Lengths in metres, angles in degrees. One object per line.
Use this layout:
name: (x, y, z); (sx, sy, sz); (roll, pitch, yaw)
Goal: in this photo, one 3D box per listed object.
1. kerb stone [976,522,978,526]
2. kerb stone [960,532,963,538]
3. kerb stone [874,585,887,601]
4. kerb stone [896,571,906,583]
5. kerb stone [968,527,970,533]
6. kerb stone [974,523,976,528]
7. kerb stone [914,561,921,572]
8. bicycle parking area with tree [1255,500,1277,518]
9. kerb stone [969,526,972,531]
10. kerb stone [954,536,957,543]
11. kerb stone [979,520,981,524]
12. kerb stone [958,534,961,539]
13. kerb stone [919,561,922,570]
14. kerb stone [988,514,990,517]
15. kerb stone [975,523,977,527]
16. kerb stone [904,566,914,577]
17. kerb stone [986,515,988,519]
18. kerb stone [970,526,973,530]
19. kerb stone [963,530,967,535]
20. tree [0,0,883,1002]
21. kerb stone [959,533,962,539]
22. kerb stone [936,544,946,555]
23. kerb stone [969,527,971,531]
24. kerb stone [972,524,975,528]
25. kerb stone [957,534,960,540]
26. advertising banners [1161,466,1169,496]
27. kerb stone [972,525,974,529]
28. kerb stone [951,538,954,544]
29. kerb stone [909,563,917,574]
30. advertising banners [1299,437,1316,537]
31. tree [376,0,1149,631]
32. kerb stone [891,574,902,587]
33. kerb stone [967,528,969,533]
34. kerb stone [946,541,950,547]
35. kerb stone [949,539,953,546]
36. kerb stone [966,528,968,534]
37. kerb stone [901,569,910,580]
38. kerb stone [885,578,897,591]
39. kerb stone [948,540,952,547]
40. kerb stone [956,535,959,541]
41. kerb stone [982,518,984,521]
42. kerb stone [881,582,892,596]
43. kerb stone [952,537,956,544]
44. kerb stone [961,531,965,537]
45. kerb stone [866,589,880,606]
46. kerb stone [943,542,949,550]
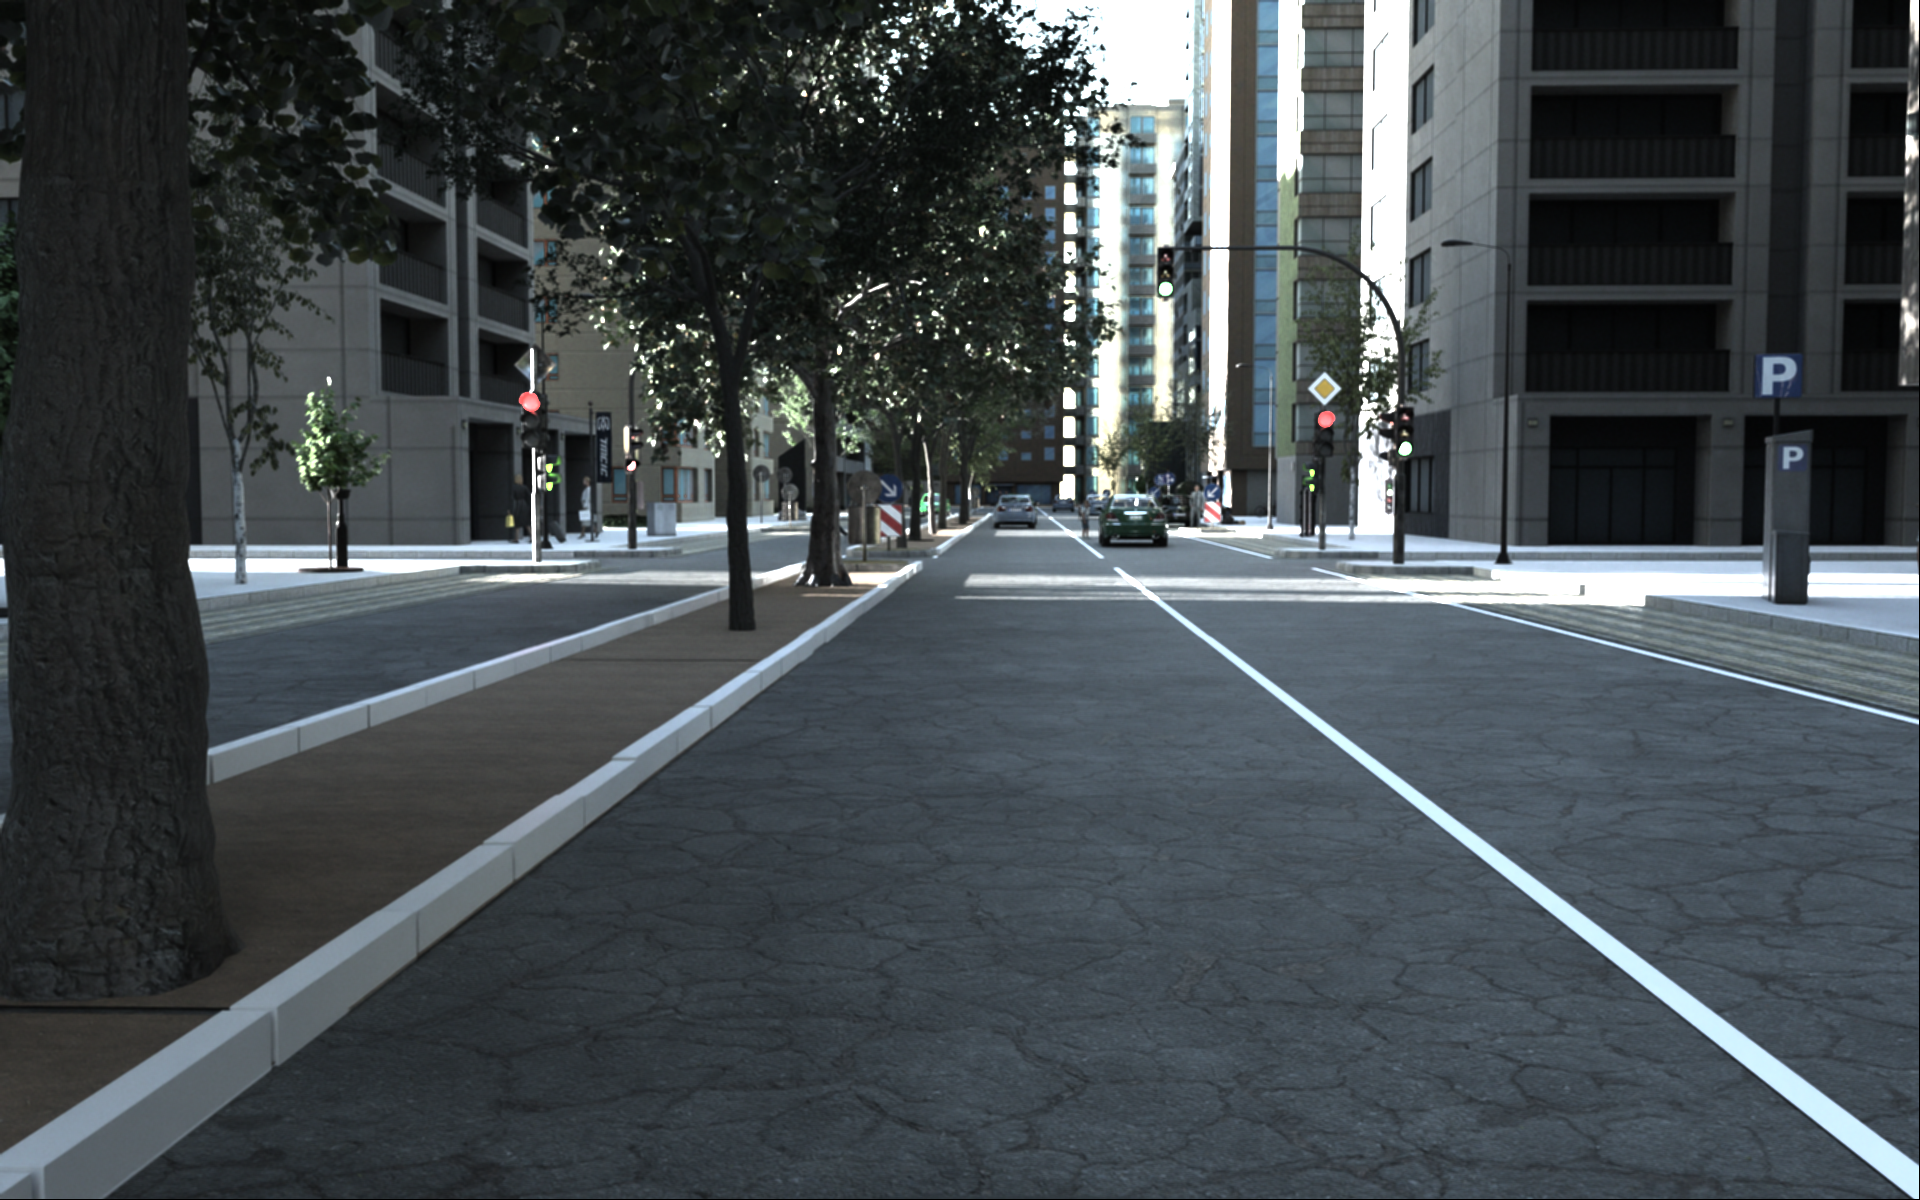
kerb stone: (0.573, -3.106, 73.044); (0.120, 0.150, 1.000); (0, 4, 2)
kerb stone: (-0.051, -1.980, 54.594); (0.120, 0.150, 1.000); (0, 4, 2)
kerb stone: (-1.120, -0.066, 23.273); (0.120, 0.150, 1.000); (0, 4, 2)
kerb stone: (-0.986, -0.316, 27.366); (0.120, 0.150, 1.000); (0, 4, 2)
kerb stone: (0.195, -2.421, 61.784); (0.120, 0.150, 1.000); (0, 4, 2)
kerb stone: (0.479, -2.922, 69.971); (0.120, 0.150, 1.000); (0, 4, 2)
kerb stone: (-0.843, -0.563, 31.467); (0.120, 0.150, 1.000); (0, 4, 2)
bicycle parking area with tree: (20.771, -6.449, 92.451); (9.016, 4.147, 8.231); (0, 4, -3)
kerb stone: (0.269, -2.547, 63.834); (0.120, 0.150, 1.000); (0, 4, 2)
kerb stone: (-0.226, -1.668, 49.465); (0.120, 0.150, 1.000); (0, 4, 2)
kerb stone: (0.756, -3.424, 78.172); (0.120, 0.150, 1.000); (0, 4, 2)
kerb stone: (-0.115, -1.848, 52.540); (0.120, 0.150, 1.000); (0, 4, 2)
kerb stone: (-0.798, -0.630, 32.497); (0.120, 0.150, 1.000); (0, 4, 2)
kerb stone: (1.495, -4.740, 99.698); (0.120, 0.150, 1.000); (0, 4, 2)
kerb stone: (0.507, -2.980, 70.993); (0.120, 0.150, 1.000); (0, 4, 2)
kerb stone: (-0.915, -0.439, 29.416); (0.120, 0.150, 1.000); (0, 4, 2)
kerb stone: (1.363, -4.490, 95.602); (0.120, 0.150, 1.000); (0, 4, 2)
kerb stone: (0.307, -2.609, 64.859); (0.120, 0.150, 1.000); (0, 4, 2)
kerb stone: (0.058, -2.169, 57.677); (0.120, 0.150, 1.000); (0, 4, 2)
tree: (-2.572, -5.857, 4.874); (9.857, 13.997, 8.962); (0, 3, 0)
kerb stone: (-0.086, -1.913, 53.563); (0.120, 0.150, 1.000); (0, 4, 2)
kerb stone: (-0.476, -1.228, 42.286); (0.120, 0.150, 1.000); (0, 4, 2)
kerb stone: (0.231, -2.484, 62.806); (0.120, 0.150, 1.000); (0, 4, 2)
kerb stone: (0.401, -2.797, 67.925); (0.120, 0.150, 1.000); (0, 4, 2)
kerb stone: (-0.153, -1.793, 51.510); (0.120, 0.150, 1.000); (0, 4, 2)
advertising banners: (12.907, -6.896, 108.933); (0.090, 3.025, 2.074); (1, 4, 20)
kerb stone: (0.372, -2.734, 66.904); (0.120, 0.150, 1.000); (0, 4, 2)
kerb stone: (-0.299, -1.542, 47.408); (0.120, 0.150, 1.000); (0, 4, 2)
kerb stone: (-0.891, -0.504, 30.437); (0.120, 0.150, 1.000); (0, 4, 2)
advertising banners: (10.532, -3.432, 52.295); (0.090, 3.025, 2.074); (2, 4, 24)
tree: (-2.247, -4.973, 18.173); (8.767, 10.594, 7.601); (0, 4, 2)
kerb stone: (-1.018, -0.254, 26.345); (0.120, 0.150, 1.000); (0, 4, 2)
kerb stone: (0.155, -2.357, 60.750); (0.120, 0.150, 1.000); (0, 4, 2)
kerb stone: (-0.399, -1.353, 44.330); (0.120, 0.150, 1.000); (0, 4, 2)
kerb stone: (-0.333, -1.475, 46.386); (0.120, 0.150, 1.000); (0, 4, 2)
kerb stone: (0.122, -2.296, 59.729); (0.120, 0.150, 1.000); (0, 4, 2)
kerb stone: (-0.954, -0.377, 28.395); (0.120, 0.150, 1.000); (0, 4, 2)
kerb stone: (-1.051, -0.187, 25.316); (0.120, 0.150, 1.000); (0, 4, 2)
kerb stone: (-0.365, -1.417, 45.356); (0.120, 0.150, 1.000); (0, 4, 2)
kerb stone: (-0.189, -1.730, 50.488); (0.120, 0.150, 1.000); (0, 4, 2)
kerb stone: (0.965, -3.798, 84.316); (0.120, 0.150, 1.000); (0, 4, 2)
kerb stone: (-1.084, -0.123, 24.295); (0.120, 0.150, 1.000); (0, 4, 2)
kerb stone: (-0.260, -1.605, 48.440); (0.120, 0.150, 1.000); (0, 4, 2)
kerb stone: (-0.005, -2.040, 55.622); (0.120, 0.150, 1.000); (0, 4, 2)
kerb stone: (-1.157, -0.003, 22.240); (0.120, 0.150, 1.000); (0, 4, 2)
kerb stone: (-0.430, -1.291, 43.308); (0.120, 0.150, 1.000); (0, 4, 2)
